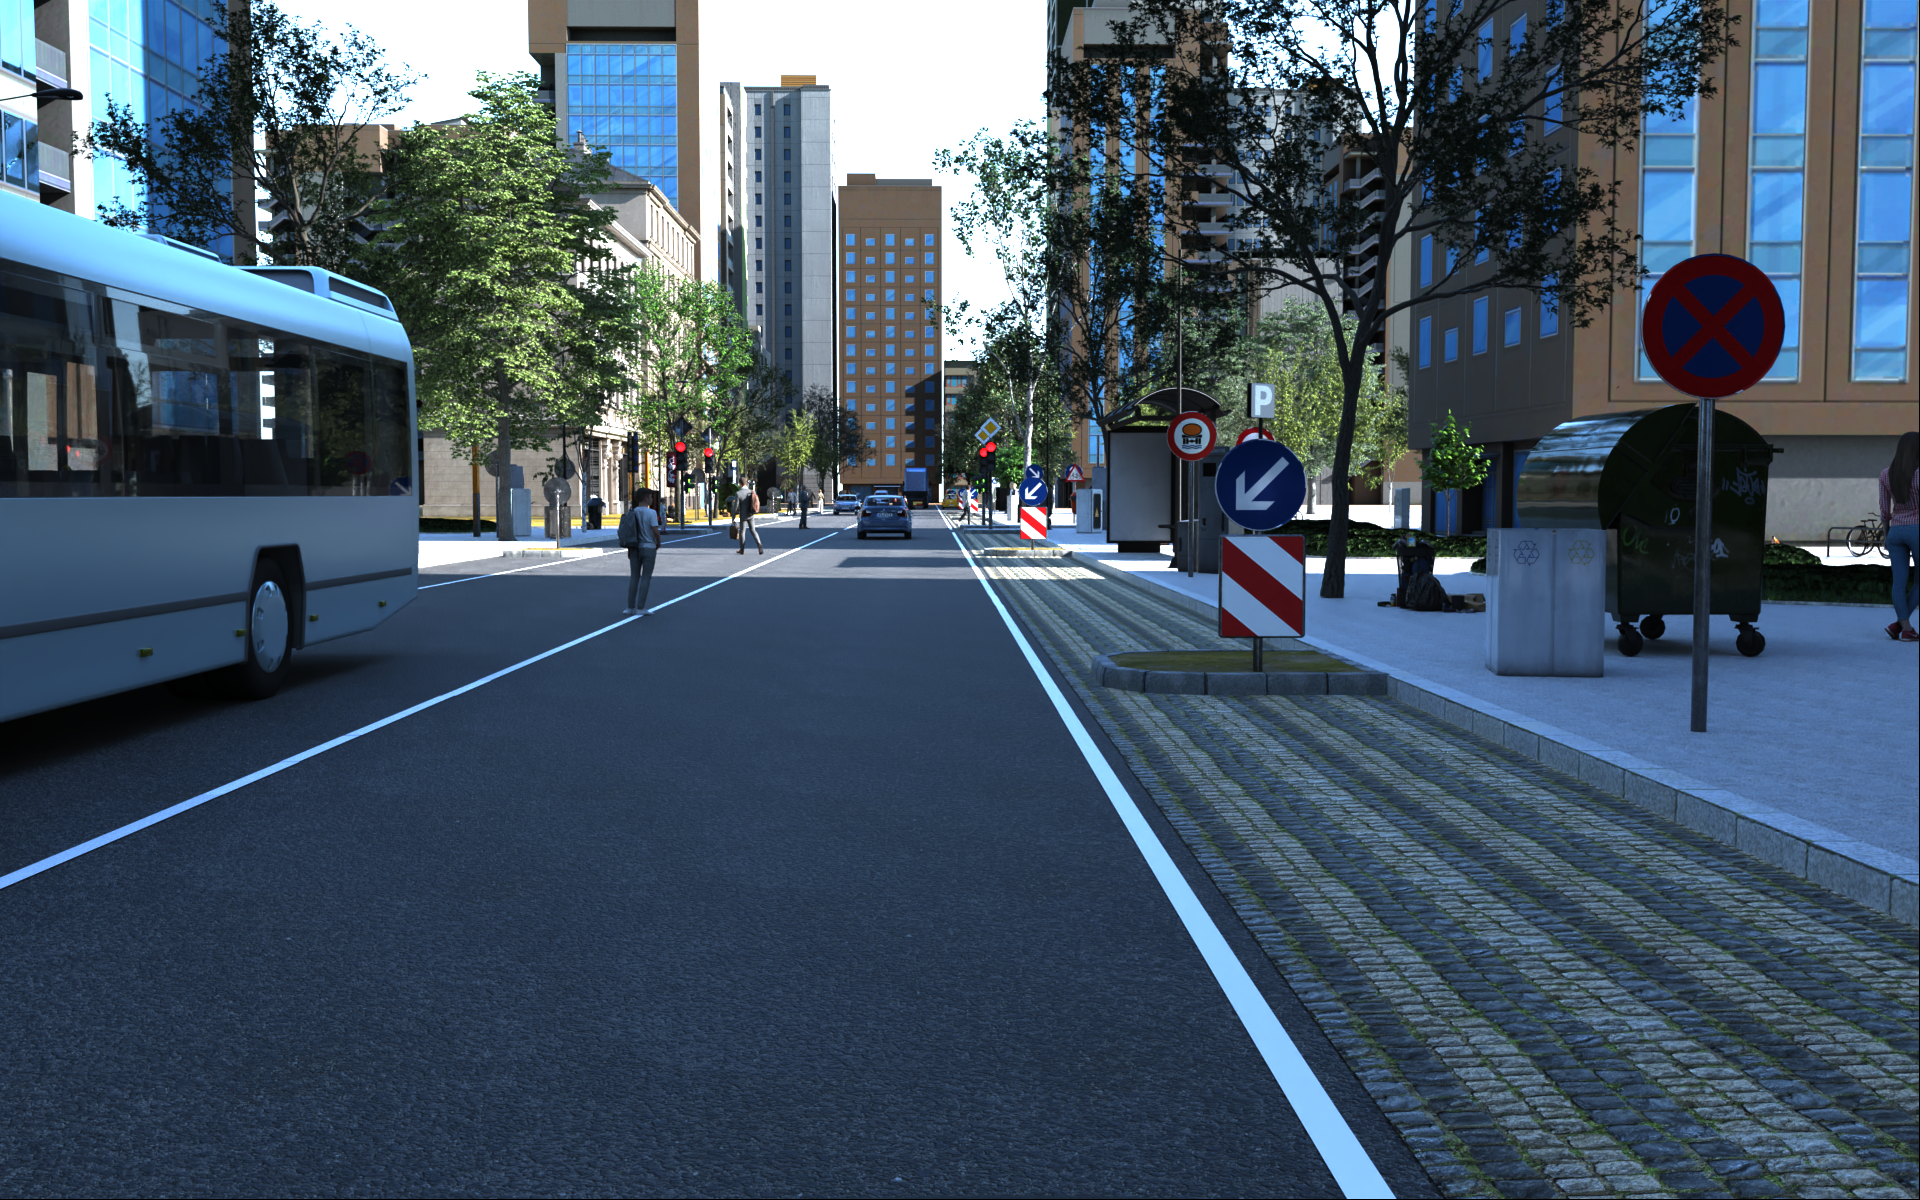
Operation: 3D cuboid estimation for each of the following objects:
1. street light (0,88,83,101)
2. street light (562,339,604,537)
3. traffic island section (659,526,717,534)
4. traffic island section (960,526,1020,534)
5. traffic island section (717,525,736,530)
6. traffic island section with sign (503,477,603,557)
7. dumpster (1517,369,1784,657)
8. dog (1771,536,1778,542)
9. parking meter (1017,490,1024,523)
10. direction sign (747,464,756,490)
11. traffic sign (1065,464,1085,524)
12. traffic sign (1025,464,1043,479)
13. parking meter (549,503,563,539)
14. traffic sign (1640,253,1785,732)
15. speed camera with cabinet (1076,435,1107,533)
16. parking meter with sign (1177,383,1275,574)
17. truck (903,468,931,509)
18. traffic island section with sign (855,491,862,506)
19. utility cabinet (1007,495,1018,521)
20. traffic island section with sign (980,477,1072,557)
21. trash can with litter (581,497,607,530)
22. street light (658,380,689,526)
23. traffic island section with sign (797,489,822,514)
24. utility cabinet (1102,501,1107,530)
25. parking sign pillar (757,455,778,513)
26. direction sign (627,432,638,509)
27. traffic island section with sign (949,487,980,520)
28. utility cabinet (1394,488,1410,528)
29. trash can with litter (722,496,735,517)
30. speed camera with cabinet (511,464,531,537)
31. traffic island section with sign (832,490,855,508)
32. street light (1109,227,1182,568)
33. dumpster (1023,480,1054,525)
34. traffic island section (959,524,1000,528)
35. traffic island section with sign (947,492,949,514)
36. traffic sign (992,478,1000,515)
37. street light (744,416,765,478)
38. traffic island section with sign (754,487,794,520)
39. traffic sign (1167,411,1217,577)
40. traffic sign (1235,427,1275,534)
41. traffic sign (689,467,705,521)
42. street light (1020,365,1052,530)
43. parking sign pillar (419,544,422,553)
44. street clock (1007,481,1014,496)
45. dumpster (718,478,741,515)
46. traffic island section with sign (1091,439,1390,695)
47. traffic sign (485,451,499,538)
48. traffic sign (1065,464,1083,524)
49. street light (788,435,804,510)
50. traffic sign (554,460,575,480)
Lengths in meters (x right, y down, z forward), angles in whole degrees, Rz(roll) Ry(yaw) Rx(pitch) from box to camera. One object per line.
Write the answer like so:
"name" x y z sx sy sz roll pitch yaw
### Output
"street light" -10.740 -2.901 19.971 1.470 5.913 1.316 0 4 -1
"street light" -11.372 -4.868 52.130 1.470 5.913 1.316 0 4 -1
"traffic island section" -10.103 -2.487 62.951 2.009 0.180 2.903 0 4 -1
"traffic island section" 1.137 -2.499 63.147 2.009 0.180 2.903 0 4 -1
"traffic island section" -10.246 -2.976 70.935 2.009 0.180 2.903 0 4 -1
"traffic island section with sign" -9.380 -1.928 40.144 1.989 1.847 2.006 0 4 -1
"dumpster" 5.686 -0.728 14.392 1.502 2.255 1.985 0 4 -1
"dog" 17.227 -1.134 36.269 0.748 0.427 0.550 1 4 10
"parking meter" 2.724 -4.189 76.898 0.372 1.533 0.369 0 3 0
"direction sign" -15.737 -8.487 130.767 0.876 3.537 0.379 3 5 39
"traffic sign" 4.902 -4.513 73.786 0.884 2.594 0.081 0 4 7
"traffic sign" 3.173 -4.510 73.851 0.768 2.556 0.104 0 4 4
"parking meter" -11.659 -2.544 49.999 0.372 1.533 0.369 0 3 0
"traffic sign" 3.993 -0.561 9.286 0.768 2.556 0.104 0 4 0
"speed camera with cabinet" 4.486 -3.851 57.305 0.660 3.252 2.038 2 4 26
"parking meter with sign" 4.232 -1.939 27.968 0.543 3.016 1.738 -3 4 -37
"truck" -4.565 -11.146 171.991 2.967 4.110 18.799 0 4 1
"traffic island section with sign" -12.224 -11.717 200.198 1.989 1.847 2.006 0 4 -1
"utility cabinet" 2.639 -4.399 83.086 0.306 1.237 1.020 2 4 35
"traffic island section with sign" 1.549 -1.936 40.289 1.989 1.847 2.006 0 4 -1
"trash can with litter" -13.216 -3.120 62.400 0.624 1.170 1.055 1 4 14
"street light" -11.720 -6.001 70.665 1.470 5.913 1.316 0 4 -1
"traffic island section with sign" -10.852 -7.022 123.444 1.989 1.847 2.006 0 4 -1
"utility cabinet" 5.488 -3.117 62.121 1.020 1.237 0.306 -1 4 -10
"parking sign pillar" -13.168 -7.933 118.183 1.447 3.967 1.447 0 4 0
"direction sign" -11.935 -4.356 63.225 0.379 3.537 0.876 1 4 13
"traffic island section with sign" 0.554 -5.327 95.725 1.989 1.847 2.006 0 4 -1
"utility cabinet" 15.900 -3.284 62.376 0.318 1.500 1.173 0 4 1
"trash can with litter" -12.953 -5.264 97.460 0.624 1.170 1.055 1 4 16
"speed camera with cabinet" -13.628 -3.601 53.217 0.660 3.252 2.038 -1 4 -23
"traffic island section with sign" -11.749 -10.051 172.954 1.989 1.847 2.006 0 4 -1
"street light" 3.229 -3.504 29.831 1.470 5.913 1.316 0 4 -1
"dumpster" 3.243 -4.046 71.904 1.264 1.857 1.865 0 4 -1
"traffic island section" 0.994 -2.988 71.130 2.009 0.180 2.903 0 4 -1
"traffic island section with sign" 0.080 -6.975 122.676 1.989 1.847 2.006 0 4 -1
"traffic sign" 2.116 -6.300 105.142 0.606 2.300 0.079 0 4 5
"street light" -12.264 -7.983 103.069 1.470 5.913 1.316 0 4 -1
"traffic island section with sign" -10.371 -5.366 96.366 1.989 1.847 2.006 0 4 -1
"traffic sign" 3.562 -1.624 26.662 0.768 2.556 0.104 0 4 6
"traffic sign" 5.608 -2.005 32.888 0.768 2.556 0.104 1 4 9
"traffic sign" -12.630 -5.062 82.771 0.884 2.594 0.081 0 4 1
"street light" 2.600 -5.475 62.064 1.470 5.913 1.316 0 4 -1
"parking sign pillar" -12.473 -3.003 37.579 1.447 3.967 1.447 0 4 -4
"street clock" 2.914 -5.814 99.627 0.358 2.002 0.471 3 5 43
"dumpster" -14.183 -6.361 106.495 1.502 2.255 1.985 0 4 -1
"traffic island section with sign" 2.038 -0.279 13.193 1.989 1.847 2.006 0 4 -1
"traffic sign" -13.544 -3.094 50.692 0.768 2.556 0.104 0 4 6
"traffic sign" 4.895 -4.545 74.423 0.768 2.556 0.104 0 4 6
"street light" -12.904 -9.984 135.779 1.470 5.913 1.316 0 4 -1
"traffic sign" -14.121 -3.779 61.895 0.768 2.556 0.104 0 4 2
